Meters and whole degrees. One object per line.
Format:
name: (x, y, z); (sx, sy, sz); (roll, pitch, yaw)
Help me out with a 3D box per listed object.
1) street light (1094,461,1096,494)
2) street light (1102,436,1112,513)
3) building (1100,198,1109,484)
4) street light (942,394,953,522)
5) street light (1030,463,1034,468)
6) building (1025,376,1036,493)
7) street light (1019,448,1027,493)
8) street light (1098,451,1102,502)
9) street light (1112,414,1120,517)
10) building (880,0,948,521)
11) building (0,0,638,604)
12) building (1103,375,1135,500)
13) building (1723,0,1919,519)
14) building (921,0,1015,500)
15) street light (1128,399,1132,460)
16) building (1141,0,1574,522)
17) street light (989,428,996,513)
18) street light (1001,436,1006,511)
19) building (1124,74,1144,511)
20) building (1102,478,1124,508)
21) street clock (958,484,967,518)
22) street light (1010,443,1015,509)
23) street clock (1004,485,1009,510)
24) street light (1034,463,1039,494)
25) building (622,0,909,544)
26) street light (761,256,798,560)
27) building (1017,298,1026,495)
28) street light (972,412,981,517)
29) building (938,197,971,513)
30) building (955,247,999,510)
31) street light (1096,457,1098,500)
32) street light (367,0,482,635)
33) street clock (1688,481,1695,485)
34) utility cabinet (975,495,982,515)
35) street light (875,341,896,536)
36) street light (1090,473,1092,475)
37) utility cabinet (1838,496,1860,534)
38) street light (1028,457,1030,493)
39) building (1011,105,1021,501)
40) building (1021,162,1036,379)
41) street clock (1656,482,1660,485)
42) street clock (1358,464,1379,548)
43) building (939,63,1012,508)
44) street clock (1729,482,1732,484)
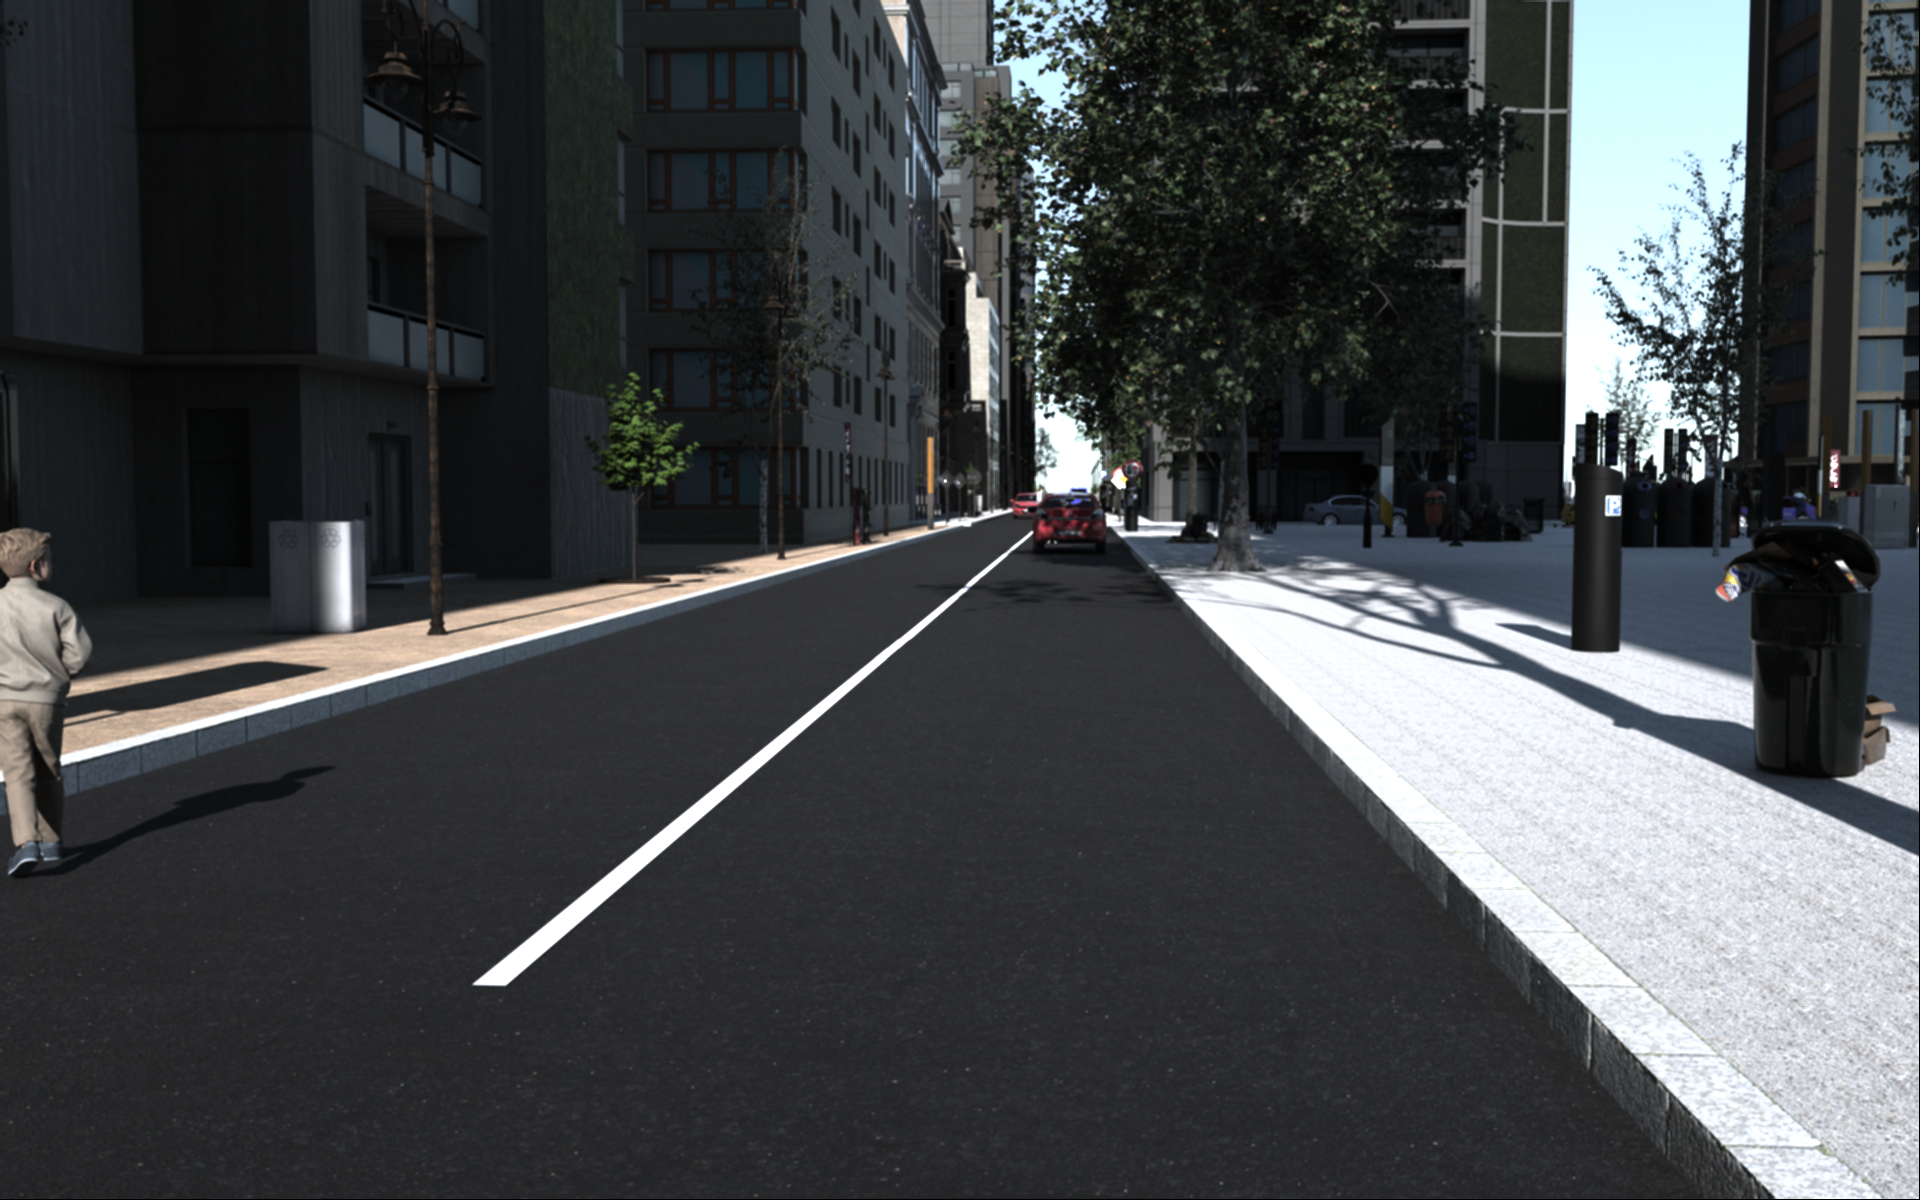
street light: (15.421, -13.423, 192.247); (0.468, 5.910, 1.993); (0, 4, 4)
street light: (11.529, -9.901, 134.663); (0.468, 5.910, 1.993); (0, 4, 4)
building: (37.859, -43.290, 297.033); (28.713, 52.752, 27.495); (0, 4, 4)
street light: (-0.548, -6.497, 79.019); (0.468, 5.910, 1.993); (0, 4, 4)
street light: (8.497, -14.576, 211.099); (0.468, 5.910, 1.993); (0, 4, 4)
building: (-2.459, -25.892, 268.367); (27.650, 21.520, 28.899); (0, 4, 4)
street light: (6.162, -12.295, 173.804); (0.468, 5.910, 1.993); (0, 4, 4)
street light: (12.866, -11.148, 155.065); (0.468, 5.910, 1.993); (0, 4, 4)
street light: (8.982, -7.638, 97.669); (0.468, 5.910, 1.993); (0, 4, 4)
building: (-7.983, -18.586, 89.780); (13.634, 28.700, 20.117); (0, 4, 4)
building: (-13.266, -20.796, 23.613); (14.154, 41.232, 14.086); (0, 4, 4)
building: (27.525, -34.526, 248.090); (14.154, 41.232, 14.086); (0, 4, 4)
building: (54.237, -26.408, 86.397); (28.867, 44.769, 22.147); (0, 4, 4)
building: (-4.745, -45.212, 177.470); (20.563, 71.187, 20.611); (0, 4, 4)
street light: (7.748, -6.525, 79.479); (0.468, 5.910, 1.993); (0, 4, 4)
building: (19.836, -39.629, 86.189); (20.611, 71.187, 20.563); (0, 4, 4)
street light: (2.141, -8.763, 116.067); (0.468, 5.910, 1.993); (0, 4, 4)
street light: (3.347, -9.876, 134.259); (0.468, 5.910, 1.993); (0, 4, 4)
building: (23.762, -29.485, 136.706); (22.147, 44.769, 28.867); (0, 4, 4)
building: (31.957, -30.473, 190.108); (32.217, 40.220, 23.993); (0, 4, 4)
street clock: (0.105, -5.519, 94.813); (0.471, 2.002, 0.358); (1, 4, 15)
street light: (4.729, -11.169, 155.394); (0.468, 5.910, 1.993); (0, 4, 4)
street clock: (3.662, -8.228, 139.098); (0.358, 2.002, 0.471); (-3, 5, -41)
street light: (9.816, -15.688, 229.283); (0.468, 5.910, 1.993); (0, 4, 4)
building: (-17.464, -13.037, 58.194); (28.899, 21.520, 27.650); (0, 4, 4)
street light: (-3.502, -3.732, 33.804); (0.468, 5.910, 1.993); (0, 4, 4)
building: (2.119, -29.026, 246.270); (14.160, 30.474, 14.107); (0, 4, 4)
street light: (0.928, -7.641, 97.726); (0.468, 5.910, 1.993); (0, 4, 4)
building: (-6.594, -18.236, 117.241); (14.460, 24.649, 34.723); (0, 4, 4)
building: (-2.349, -17.623, 142.888); (10.420, 20.320, 16.860); (0, 4, 4)
street light: (14.163, -12.274, 173.474); (0.468, 5.910, 1.993); (0, 4, 4)
street light: (-4.767, -2.619, 15.615); (0.468, 5.910, 1.993); (0, 4, 4)
street clock: (39.802, -5.496, 94.433); (0.471, 2.002, 0.358); (1, 4, 21)
utility cabinet: (1.017, -5.824, 106.390); (0.306, 1.237, 1.020); (-2, 4, -26)
street light: (-2.249, -4.880, 52.568); (0.468, 5.910, 1.993); (0, 4, 4)
street light: (18.591, -16.292, 239.157); (0.468, 5.910, 1.993); (0, 4, 4)
utility cabinet: (24.301, -2.198, 47.097); (1.020, 1.237, 0.306); (-2, 4, -29)
street light: (7.250, -13.408, 192.005); (0.468, 5.910, 1.993); (0, 4, 4)
building: (-0.304, -33.349, 195.371); (14.600, 45.320, 14.200); (0, 4, 4)
building: (2.022, -46.126, 296.152); (21.231, 58.520, 28.212); (0, 4, 4)
street clock: (42.183, -6.125, 104.715); (0.358, 2.002, 0.471); (2, 4, 26)
street clock: (9.728, -2.247, 41.316); (0.471, 2.002, 0.358); (1, 4, 18)
building: (-2.498, -29.190, 160.857); (14.154, 41.232, 14.086); (0, 4, 4)
street clock: (46.870, -6.150, 105.119); (0.471, 2.002, 0.358); (1, 4, 11)
